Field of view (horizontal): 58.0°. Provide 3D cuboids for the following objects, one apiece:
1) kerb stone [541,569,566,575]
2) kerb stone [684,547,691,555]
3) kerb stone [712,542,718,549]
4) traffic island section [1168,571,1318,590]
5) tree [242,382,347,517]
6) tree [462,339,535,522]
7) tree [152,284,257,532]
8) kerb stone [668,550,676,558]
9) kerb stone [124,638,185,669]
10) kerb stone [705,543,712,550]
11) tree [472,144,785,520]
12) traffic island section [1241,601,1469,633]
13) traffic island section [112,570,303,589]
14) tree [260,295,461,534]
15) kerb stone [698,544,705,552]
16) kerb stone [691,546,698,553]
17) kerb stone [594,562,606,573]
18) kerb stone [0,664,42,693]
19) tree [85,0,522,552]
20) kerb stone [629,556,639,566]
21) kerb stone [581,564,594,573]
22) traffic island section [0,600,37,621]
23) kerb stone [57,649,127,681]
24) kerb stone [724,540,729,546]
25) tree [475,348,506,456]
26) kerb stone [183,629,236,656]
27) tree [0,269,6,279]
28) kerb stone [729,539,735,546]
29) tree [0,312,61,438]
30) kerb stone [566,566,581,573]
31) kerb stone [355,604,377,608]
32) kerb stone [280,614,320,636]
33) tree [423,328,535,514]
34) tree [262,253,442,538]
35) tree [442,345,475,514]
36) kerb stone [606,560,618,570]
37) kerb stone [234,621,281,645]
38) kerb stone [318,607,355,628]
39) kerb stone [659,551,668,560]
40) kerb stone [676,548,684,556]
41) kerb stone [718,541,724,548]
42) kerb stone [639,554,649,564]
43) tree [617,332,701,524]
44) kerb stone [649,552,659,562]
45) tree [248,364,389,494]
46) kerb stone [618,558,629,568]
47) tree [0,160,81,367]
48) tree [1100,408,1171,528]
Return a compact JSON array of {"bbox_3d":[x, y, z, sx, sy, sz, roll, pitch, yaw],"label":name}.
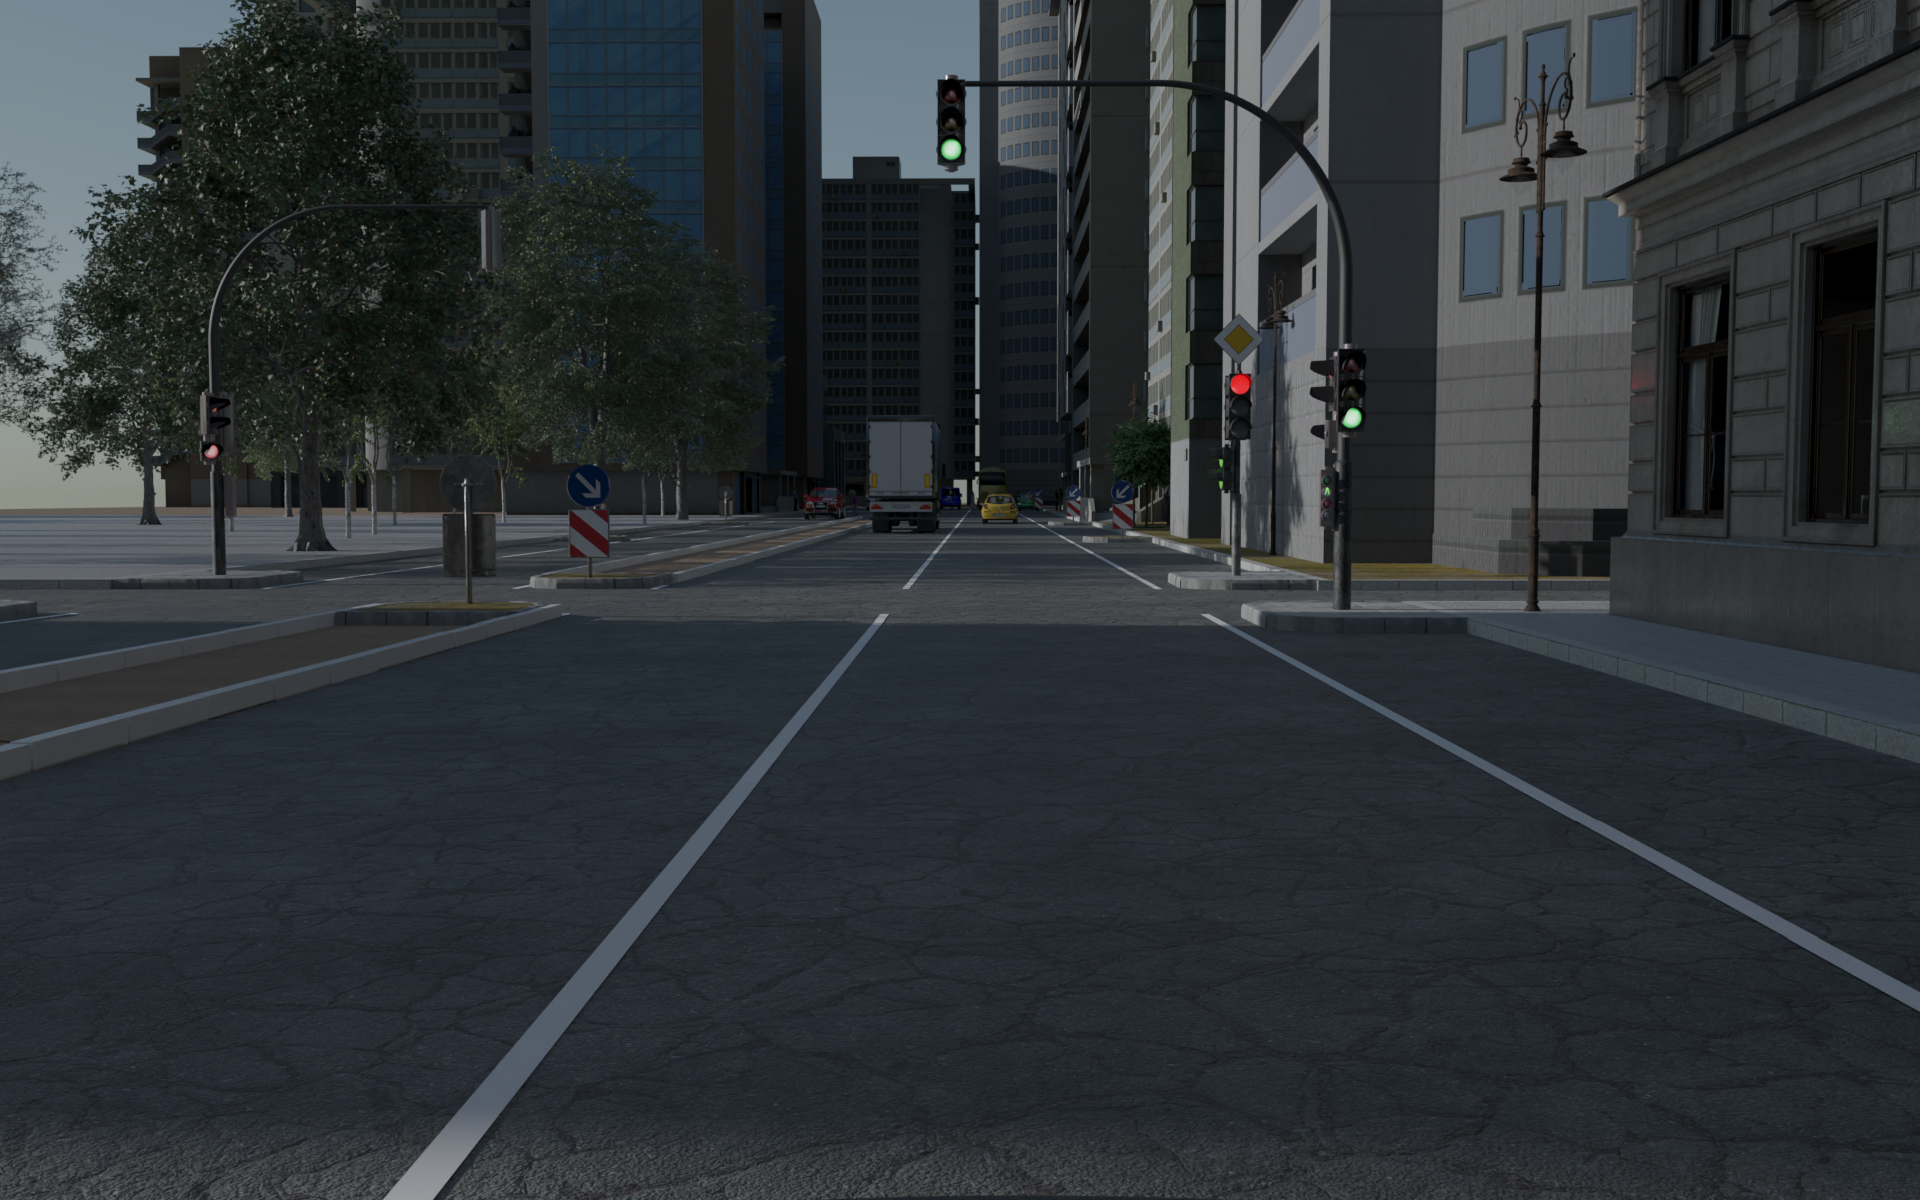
[{"bbox_3d":[-6.699,-0.378,28.463,0.120,0.150,1.000,0,4,1],"label":"kerb stone"},{"bbox_3d":[-6.535,-1.129,40.770,0.120,0.150,1.000,0,4,1],"label":"kerb stone"},{"bbox_3d":[-6.478,-1.383,44.871,0.120,0.150,1.000,0,4,1],"label":"kerb stone"},{"bbox_3d":[4.368,-0.305,27.272,2.009,0.180,2.903,0,4,1],"label":"traffic island section"},{"bbox_3d":[-37.401,-10.914,96.574,7.486,12.596,7.792,0,3,0],"label":"tree"},{"bbox_3d":[-20.751,-7.818,78.187,4.737,8.622,4.395,0,3,0],"label":"tree"},{"bbox_3d":[-24.982,-6.618,58.572,4.737,8.622,4.395,0,3,0],"label":"tree"},{"bbox_3d":[-6.562,-1.006,38.725,0.120,0.150,1.000,0,4,1],"label":"kerb stone"},{"bbox_3d":[-6.883,0.461,14.674,0.120,0.150,1.000,0,4,1],"label":"kerb stone"},{"bbox_3d":[-6.491,-1.324,43.849,0.120,0.150,1.000,0,4,1],"label":"kerb stone"},{"bbox_3d":[-13.168,-9.594,63.519,9.857,13.997,8.962,0,3,0],"label":"tree"},{"bbox_3d":[4.262,0.183,19.287,2.009,0.180,2.903,0,4,1],"label":"traffic island section"},{"bbox_3d":[-11.772,-0.319,27.491,2.009,0.180,2.903,0,4,1],"label":"traffic island section"},{"bbox_3d":[-18.848,-6.386,54.772,4.737,8.622,4.395,0,3,0],"label":"tree"},{"bbox_3d":[-6.504,-1.258,42.820,0.120,0.150,1.000,0,4,1],"label":"kerb stone"},{"bbox_3d":[-6.517,-1.191,41.792,0.120,0.150,1.000,0,4,1],"label":"kerb stone"},{"bbox_3d":[-6.655,-0.571,31.538,0.120,0.150,1.000,0,4,1],"label":"kerb stone"},{"bbox_3d":[-6.911,0.585,12.624,0.120,0.150,1.000,0,4,1],"label":"kerb stone"},{"bbox_3d":[-14.529,-7.442,38.688,9.611,12.733,9.660,0,3,0],"label":"tree"},{"bbox_3d":[-6.616,-0.759,34.610,0.120,0.150,1.000,0,4,1],"label":"kerb stone"},{"bbox_3d":[-6.675,-0.509,30.516,0.120,0.150,1.000,0,4,1],"label":"kerb stone"},{"bbox_3d":[-11.878,0.170,19.507,2.009,0.180,2.903,0,4,1],"label":"traffic island section"},{"bbox_3d":[-6.893,0.523,13.646,0.120,0.150,1.000,0,4,1],"label":"kerb stone"},{"bbox_3d":[-6.456,-1.511,46.916,0.120,0.150,1.000,0,4,1],"label":"kerb stone"},{"bbox_3d":[-24.160,-8.136,83.386,4.360,8.622,3.978,0,3,0],"label":"tree"},{"bbox_3d":[-6.865,0.401,15.701,0.120,0.150,1.000,0,4,1],"label":"kerb stone"},{"bbox_3d":[-18.543,-4.863,29.876,4.737,8.622,4.395,0,3,0],"label":"tree"},{"bbox_3d":[-6.434,-1.574,47.938,0.120,0.150,1.000,0,4,1],"label":"kerb stone"},{"bbox_3d":[-35.619,-7.720,60.628,7.601,10.594,8.767,2,4,24],"label":"tree"},{"bbox_3d":[-6.679,-0.445,29.485,0.120,0.150,1.000,0,4,1],"label":"kerb stone"},{"bbox_3d":[-6.805,0.147,19.802,0.120,0.150,1.000,0,4,1],"label":"kerb stone"},{"bbox_3d":[-6.838,0.271,17.758,0.120,0.150,1.000,0,4,1],"label":"kerb stone"},{"bbox_3d":[-26.826,-9.875,95.867,7.601,10.594,8.767,-1,4,-14],"label":"tree"},{"bbox_3d":[-17.985,-6.095,50.020,4.360,8.622,3.978,0,3,0],"label":"tree"},{"bbox_3d":[-22.975,-7.366,70.802,4.360,8.622,3.978,0,3,0],"label":"tree"},{"bbox_3d":[-6.651,-0.634,32.560,0.120,0.150,1.000,0,4,1],"label":"kerb stone"},{"bbox_3d":[-6.851,0.334,16.730,0.120,0.150,1.000,0,4,1],"label":"kerb stone"},{"bbox_3d":[-6.830,0.209,18.780,0.120,0.150,1.000,0,4,1],"label":"kerb stone"},{"bbox_3d":[-6.573,-0.948,37.693,0.120,0.150,1.000,0,4,1],"label":"kerb stone"},{"bbox_3d":[-6.541,-1.070,39.748,0.120,0.150,1.000,0,4,1],"label":"kerb stone"},{"bbox_3d":[-6.462,-1.449,45.893,0.120,0.150,1.000,0,4,1],"label":"kerb stone"},{"bbox_3d":[-6.606,-0.822,35.642,0.120,0.150,1.000,0,4,1],"label":"kerb stone"},{"bbox_3d":[-13.326,-7.532,73.504,4.360,8.622,3.978,0,3,0],"label":"tree"},{"bbox_3d":[-6.589,-0.882,36.667,0.120,0.150,1.000,0,4,1],"label":"kerb stone"},{"bbox_3d":[-32.033,-9.175,84.416,8.767,10.594,7.601,-1,4,-11],"label":"tree"},{"bbox_3d":[-6.628,-0.691,33.583,0.120,0.150,1.000,0,4,1],"label":"kerb stone"},{"bbox_3d":[-29.592,-8.401,47.726,12.009,13.543,11.850,0,3,0],"label":"tree"},{"bbox_3d":[7.032,-5.030,65.946,4.285,4.588,4.351,0,3,0],"label":"tree"}]
